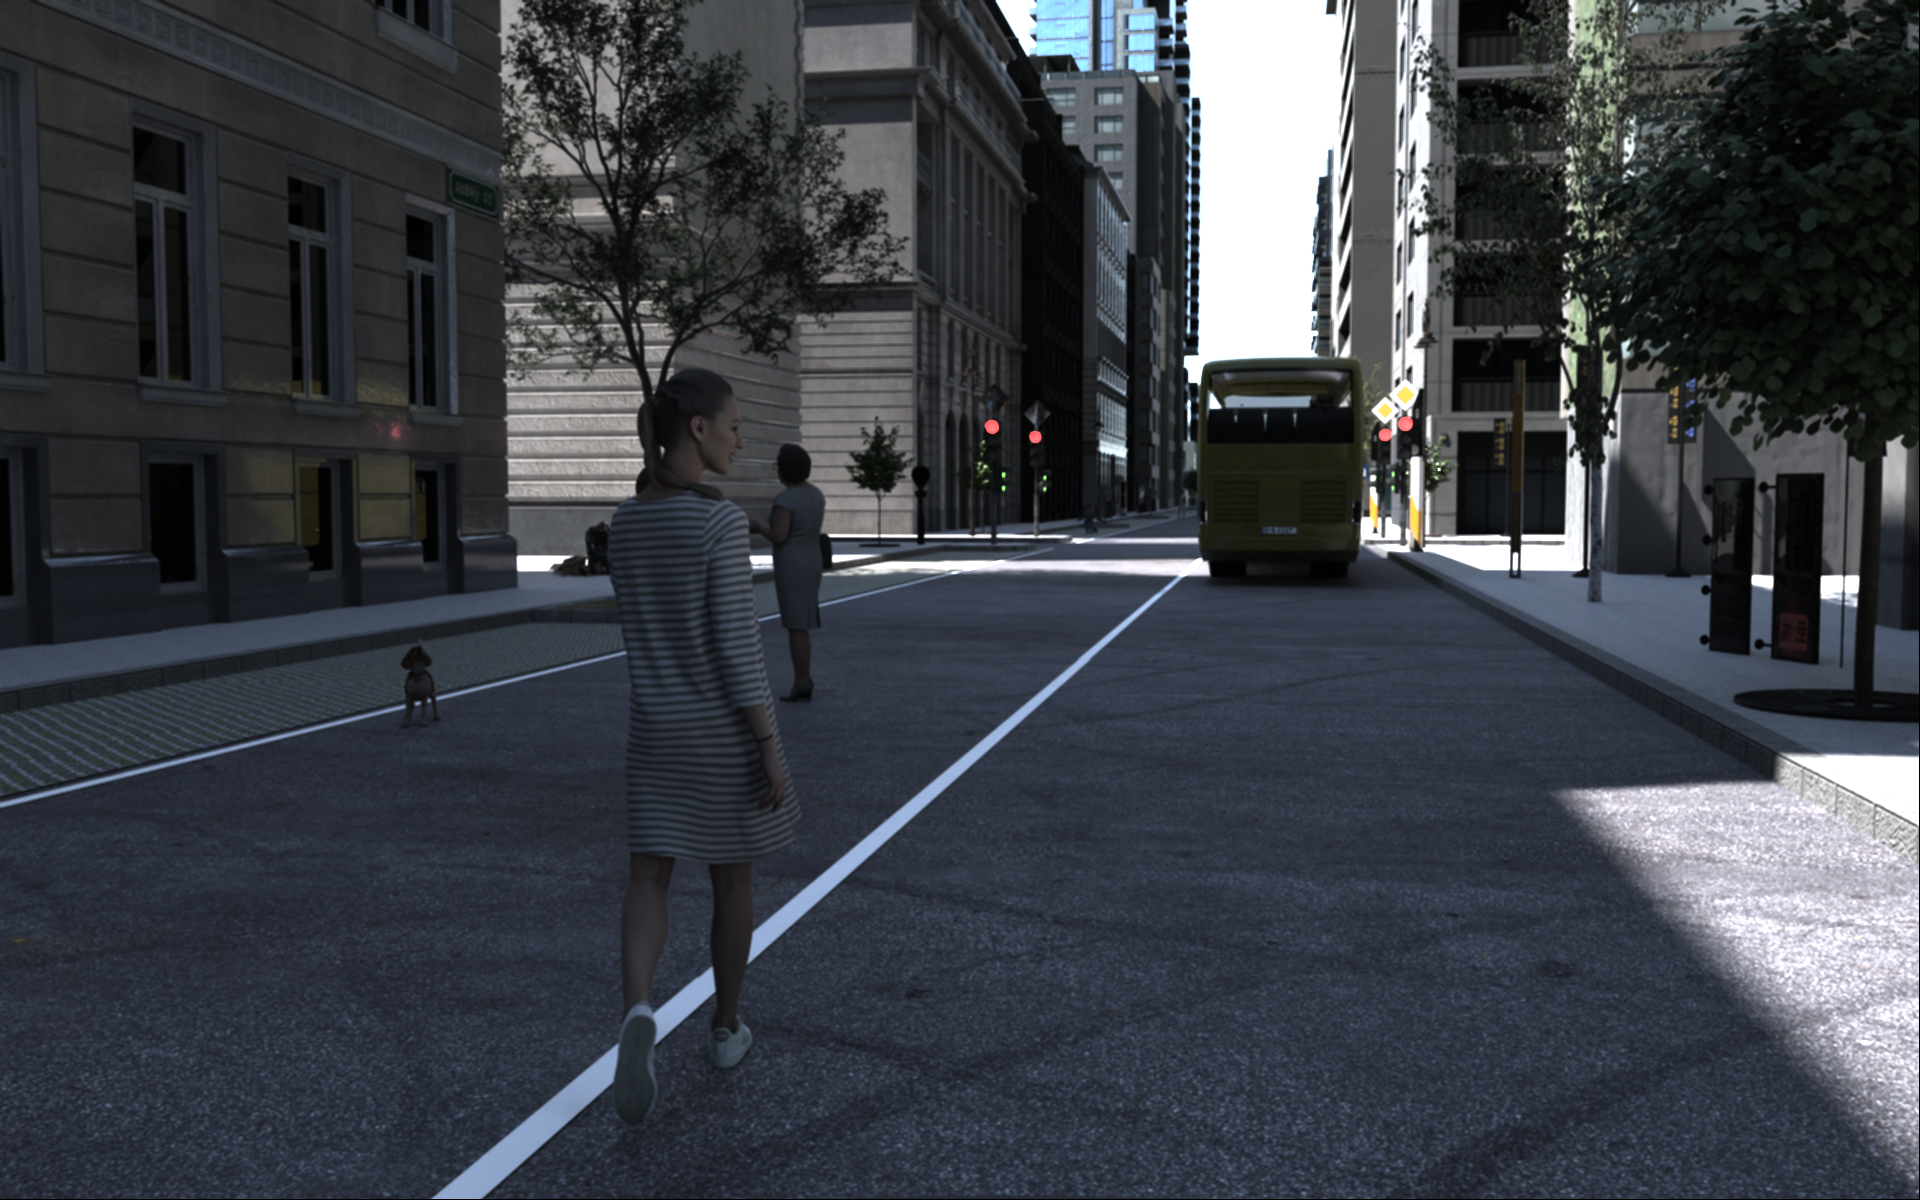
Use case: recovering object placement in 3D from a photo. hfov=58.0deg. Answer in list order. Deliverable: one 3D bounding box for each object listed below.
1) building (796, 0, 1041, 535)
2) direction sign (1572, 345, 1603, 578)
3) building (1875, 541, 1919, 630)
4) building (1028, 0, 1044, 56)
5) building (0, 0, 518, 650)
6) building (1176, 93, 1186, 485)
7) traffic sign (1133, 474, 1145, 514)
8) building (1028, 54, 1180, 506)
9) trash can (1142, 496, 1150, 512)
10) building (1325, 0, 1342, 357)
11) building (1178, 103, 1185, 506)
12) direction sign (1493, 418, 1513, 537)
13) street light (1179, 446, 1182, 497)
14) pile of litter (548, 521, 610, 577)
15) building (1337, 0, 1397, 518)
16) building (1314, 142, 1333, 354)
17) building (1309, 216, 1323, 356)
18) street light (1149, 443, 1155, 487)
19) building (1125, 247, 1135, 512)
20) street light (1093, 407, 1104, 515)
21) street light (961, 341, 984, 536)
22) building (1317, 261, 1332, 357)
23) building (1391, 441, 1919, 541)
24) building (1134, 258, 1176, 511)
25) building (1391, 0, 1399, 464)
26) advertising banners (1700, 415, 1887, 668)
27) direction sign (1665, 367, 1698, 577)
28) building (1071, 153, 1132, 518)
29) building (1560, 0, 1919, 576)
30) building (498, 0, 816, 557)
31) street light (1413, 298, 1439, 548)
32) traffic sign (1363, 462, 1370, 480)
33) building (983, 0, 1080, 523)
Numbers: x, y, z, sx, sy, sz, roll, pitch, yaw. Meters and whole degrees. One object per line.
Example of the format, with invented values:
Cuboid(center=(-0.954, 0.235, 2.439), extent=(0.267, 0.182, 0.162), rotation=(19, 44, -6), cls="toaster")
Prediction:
Cuboid(center=(-5.154, -13.694, 65.695), extent=(13.314, 21.916, 24.055), rotation=(1, 4, 10), cls="building")
Cuboid(center=(9.662, -2.120, 26.656), extent=(0.379, 3.537, 0.876), rotation=(3, 5, 43), cls="direction sign")
Cuboid(center=(17.199, -34.541, 2.993), extent=(20.563, 71.187, 20.611), rotation=(1, 4, 10), cls="building")
Cuboid(center=(20.149, -55.799, 224.976), extent=(22.319, 86.520, 31.000), rotation=(1, 4, 10), cls="building")
Cuboid(center=(-13.925, -13.978, 14.442), extent=(13.634, 28.700, 20.117), rotation=(1, 4, 10), cls="building")
Cuboid(center=(17.482, -33.109, 191.434), extent=(14.600, 45.320, 14.200), rotation=(1, 4, 10), cls="building")
Cuboid(center=(11.605, -6.869, 112.408), extent=(0.768, 2.556, 0.104), rotation=(1, 4, 16), cls="traffic sign")
Cuboid(center=(12.840, -29.349, 163.444), extent=(14.154, 41.232, 14.086), rotation=(1, 4, 10), cls="building")
Cuboid(center=(13.166, -6.782, 122.543), extent=(0.748, 1.137, 0.748), rotation=(0, 3, 0), cls="trash can")
Cuboid(center=(48.598, -34.947, 160.615), extent=(28.713, 52.752, 27.495), rotation=(1, 4, 10), cls="building")
Cuboid(center=(15.473, -30.193, 177.256), extent=(14.154, 41.232, 14.086), rotation=(1, 4, 10), cls="building")
Cuboid(center=(16.384, -3.658, 51.802), extent=(0.876, 3.537, 0.379), rotation=(0, 4, 0), cls="direction sign")
Cuboid(center=(21.150, -11.830, 166.205), extent=(0.468, 5.910, 1.993), rotation=(1, 4, 10), cls="street light")
Cuboid(center=(-6.023, -0.839, 27.679), extent=(1.176, 0.858, 1.719), rotation=(1, 4, 10), cls="pile of litter")
Cuboid(center=(33.547, -29.220, 101.456), extent=(21.300, 48.544, 21.600), rotation=(1, 4, 10), cls="building")
Cuboid(center=(59.400, -37.605, 234.445), extent=(23.786, 49.044, 30.456), rotation=(1, 4, 10), cls="building")
Cuboid(center=(64.692, -37.281, 264.168), extent=(22.147, 44.769, 28.867), rotation=(1, 4, 10), cls="building")
Cuboid(center=(14.191, -9.518, 128.401), extent=(0.468, 5.910, 1.993), rotation=(1, 4, 10), cls="street light")
Cuboid(center=(5.175, -17.684, 118.813), extent=(12.332, 23.373, 15.834), rotation=(1, 4, 10), cls="building")
Cuboid(center=(7.233, -7.191, 90.363), extent=(0.468, 5.910, 1.993), rotation=(1, 4, 10), cls="street light")
Cuboid(center=(0.383, -4.879, 52.562), extent=(0.468, 5.910, 1.993), rotation=(1, 4, 10), cls="street light")
Cuboid(center=(51.163, -27.046, 213.905), extent=(14.160, 30.474, 14.107), rotation=(1, 4, 10), cls="building")
Cuboid(center=(26.486, -38.002, 59.584), extent=(20.611, 71.187, 20.563), rotation=(1, 4, 10), cls="building")
Cuboid(center=(3.097, -18.255, 143.501), extent=(27.650, 21.520, 28.899), rotation=(1, 4, 10), cls="building")
Cuboid(center=(26.860, -26.078, 76.494), extent=(14.600, 45.320, 14.200), rotation=(1, 4, 10), cls="building")
Cuboid(center=(6.385, -1.041, 13.201), extent=(0.090, 3.025, 2.074), rotation=(-1, 4, -13), cls="advertising banners")
Cuboid(center=(11.131, -2.125, 26.735), extent=(0.379, 3.537, 0.876), rotation=(0, 4, -3), cls="direction sign")
Cuboid(center=(4.374, -15.436, 101.523), extent=(9.793, 20.994, 18.267), rotation=(1, 4, 10), cls="building")
Cuboid(center=(18.633, -21.302, 31.887), extent=(14.154, 41.232, 14.086), rotation=(1, 4, 10), cls="building")
Cuboid(center=(-13.962, -12.965, 40.852), extent=(19.941, 23.489, 11.050), rotation=(1, 4, 10), cls="building")
Cuboid(center=(11.026, -4.178, 41.102), extent=(0.468, 5.910, 1.993), rotation=(1, 4, 10), cls="street light")
Cuboid(center=(15.433, -4.082, 66.838), extent=(0.768, 2.556, 0.104), rotation=(1, 4, 13), cls="traffic sign")
Cuboid(center=(-0.936, -15.623, 85.118), extent=(12.332, 23.373, 15.834), rotation=(1, 4, 10), cls="building")
